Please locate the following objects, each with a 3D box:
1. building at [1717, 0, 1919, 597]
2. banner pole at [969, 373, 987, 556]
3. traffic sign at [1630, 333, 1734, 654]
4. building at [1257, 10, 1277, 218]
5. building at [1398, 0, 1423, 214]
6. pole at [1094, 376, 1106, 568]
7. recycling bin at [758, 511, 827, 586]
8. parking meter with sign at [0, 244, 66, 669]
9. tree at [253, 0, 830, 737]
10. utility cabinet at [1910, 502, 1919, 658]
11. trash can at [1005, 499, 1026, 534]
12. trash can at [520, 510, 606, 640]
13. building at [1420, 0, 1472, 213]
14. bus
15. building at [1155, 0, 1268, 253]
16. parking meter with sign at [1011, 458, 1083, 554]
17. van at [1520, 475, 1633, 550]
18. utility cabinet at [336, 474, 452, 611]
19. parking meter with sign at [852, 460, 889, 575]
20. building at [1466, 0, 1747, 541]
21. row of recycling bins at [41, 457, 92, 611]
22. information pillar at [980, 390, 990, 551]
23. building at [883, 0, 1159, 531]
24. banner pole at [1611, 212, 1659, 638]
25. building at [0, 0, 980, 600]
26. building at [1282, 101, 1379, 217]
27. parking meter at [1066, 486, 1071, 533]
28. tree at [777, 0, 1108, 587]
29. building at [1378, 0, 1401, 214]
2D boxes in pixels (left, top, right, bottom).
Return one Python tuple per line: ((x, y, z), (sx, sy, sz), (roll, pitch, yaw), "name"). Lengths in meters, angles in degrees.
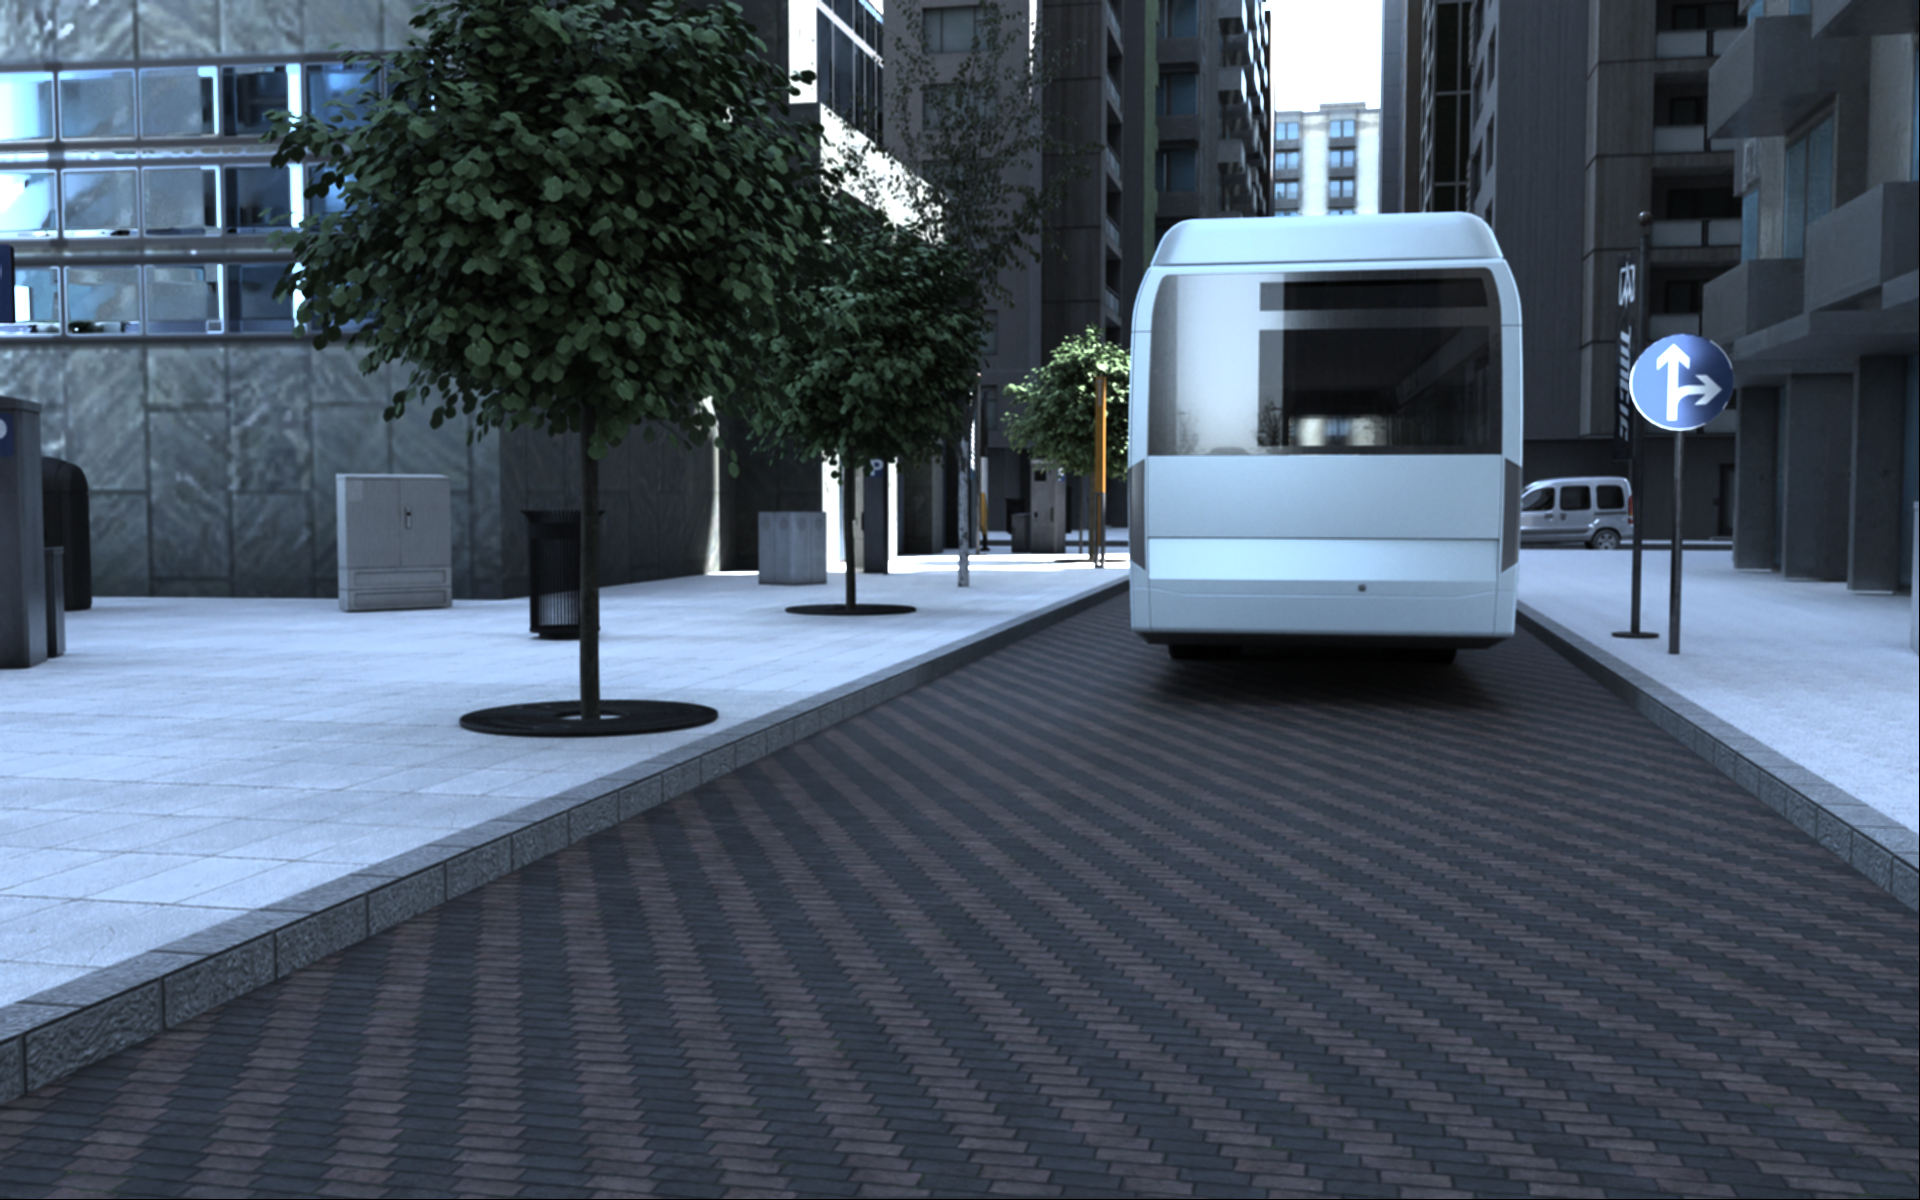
((21.355, -24.313, 17.125), (23.786, 49.044, 30.456), (1, 4, 12), "building")
((0.306, -2.796, 35.729), (0.401, 3.779, 0.863), (1, 4, 16), "banner pole")
((5.735, -0.839, 13.830), (0.768, 2.556, 0.104), (1, 4, 18), "traffic sign")
((21.801, -31.195, 160.140), (14.600, 45.320, 14.200), (1, 4, 12), "building")
((39.858, -29.263, 128.568), (14.600, 45.320, 14.200), (1, 4, 12), "building")
((2.432, -2.215, 30.055), (0.158, 3.312, 0.155), (0, 3, 0), "pole")
((-2.392, -0.745, 24.735), (0.722, 1.027, 0.722), (3, 4, 38), "recycling bin")
((-7.116, -1.019, 12.914), (0.543, 3.016, 1.738), (-1, 4, -16), "parking meter with sign")
((-2.027, -1.587, 9.653), (4.285, 4.588, 4.351), (0, 3, 0), "tree")
((7.864, -0.169, 13.929), (0.306, 1.237, 1.020), (2, 4, 25), "utility cabinet")
((1.781, -2.684, 55.533), (0.748, 1.137, 0.748), (0, 3, 0), "trash can")
((-3.526, -0.231, 15.429), (0.748, 1.137, 0.748), (0, 3, 0), "trash can")
((37.298, -40.881, 106.655), (20.563, 71.187, 20.611), (1, 4, 12), "building")
((3.599, -1.414, 17.983), (2.948, 3.499, 13.247), (1, 4, 10), "bus")
((12.857, -31.750, 138.726), (23.786, 49.044, 30.456), (1, 4, 12), "building")
((1.901, -2.510, 37.301), (1.738, 3.016, 0.543), (2, 4, 35), "parking meter with sign")
((14.036, -2.120, 41.678), (4.112, 2.044, 2.013), (1, 4, 13), "van")
((-6.242, -0.640, 19.146), (1.173, 1.500, 0.318), (-3, 5, -40), "utility cabinet")
((-1.424, -1.960, 28.313), (0.543, 3.016, 1.738), (-1, 4, -17), "parking meter with sign")
((22.993, -22.513, 51.683), (14.086, 41.232, 14.154), (1, 4, 12), "building")
((-10.577, -0.660, 17.907), (1.069, 1.692, 3.534), (1, 4, 22), "row of recycling bins")
((0.549, -2.909, 38.915), (0.183, 3.616, 0.504), (1, 4, 10), "information pillar")
((-0.287, -23.306, 64.652), (14.154, 41.232, 14.086), (1, 4, 12), "building")
((6.075, -1.570, 15.695), (0.401, 3.779, 0.863), (0, 4, 0), "banner pole")
((-17.042, -43.955, 31.332), (31.000, 86.520, 22.319), (1, 4, 12), "building")
((46.927, -36.366, 214.198), (30.456, 49.044, 23.786), (1, 4, 12), "building")
((3.456, -2.950, 56.638), (0.372, 1.533, 0.369), (0, 3, 0), "parking meter")
((-0.190, -4.491, 23.787), (4.360, 8.622, 3.978), (0, 3, 0), "tree")
((53.384, -38.813, 176.583), (21.231, 58.520, 28.212), (1, 4, 12), "building")
